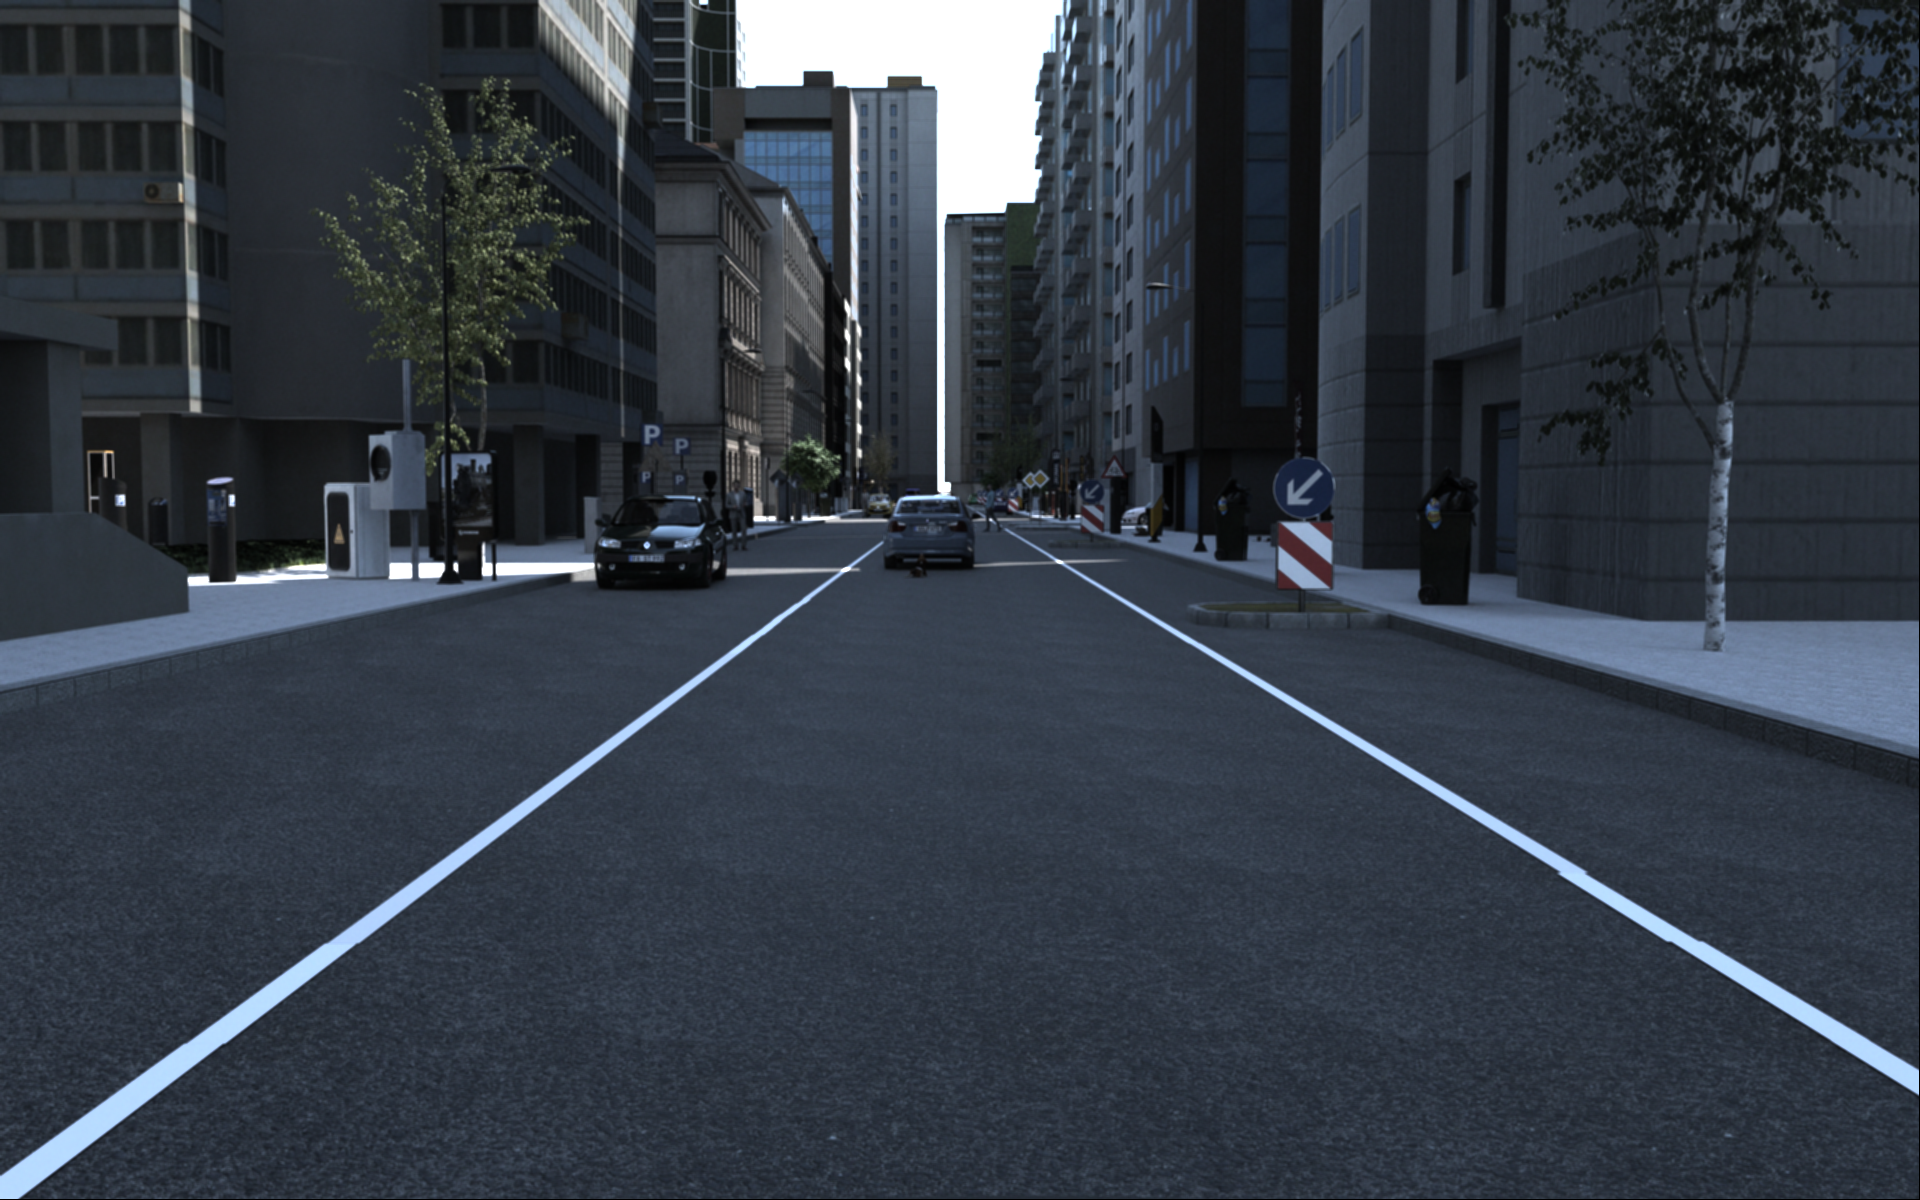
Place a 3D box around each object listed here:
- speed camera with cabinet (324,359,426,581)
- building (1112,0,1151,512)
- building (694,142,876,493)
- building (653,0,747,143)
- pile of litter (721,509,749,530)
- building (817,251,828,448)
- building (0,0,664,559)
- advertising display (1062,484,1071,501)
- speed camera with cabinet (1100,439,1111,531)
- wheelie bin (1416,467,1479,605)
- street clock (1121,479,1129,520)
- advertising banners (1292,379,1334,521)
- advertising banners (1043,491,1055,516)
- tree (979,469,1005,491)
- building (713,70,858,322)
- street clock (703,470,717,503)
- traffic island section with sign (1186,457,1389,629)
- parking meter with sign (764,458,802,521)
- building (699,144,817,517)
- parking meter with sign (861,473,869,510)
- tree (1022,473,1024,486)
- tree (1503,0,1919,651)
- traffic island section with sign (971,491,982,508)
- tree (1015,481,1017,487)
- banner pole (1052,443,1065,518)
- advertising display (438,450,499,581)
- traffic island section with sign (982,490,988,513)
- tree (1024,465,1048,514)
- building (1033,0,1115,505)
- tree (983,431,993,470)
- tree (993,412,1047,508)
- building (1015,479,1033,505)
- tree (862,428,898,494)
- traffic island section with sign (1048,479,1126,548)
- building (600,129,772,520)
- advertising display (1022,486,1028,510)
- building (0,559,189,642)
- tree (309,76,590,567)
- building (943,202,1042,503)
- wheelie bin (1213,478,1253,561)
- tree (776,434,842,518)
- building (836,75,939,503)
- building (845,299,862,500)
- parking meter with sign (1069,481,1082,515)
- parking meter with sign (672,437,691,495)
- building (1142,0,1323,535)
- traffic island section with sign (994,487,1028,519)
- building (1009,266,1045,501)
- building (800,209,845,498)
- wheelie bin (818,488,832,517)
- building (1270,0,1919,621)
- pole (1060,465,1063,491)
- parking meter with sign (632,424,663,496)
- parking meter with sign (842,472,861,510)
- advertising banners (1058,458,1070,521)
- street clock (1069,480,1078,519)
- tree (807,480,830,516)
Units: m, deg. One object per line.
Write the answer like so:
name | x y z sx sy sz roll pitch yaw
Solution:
speed camera with cabinet | -8.765 -1.929 25.875 2.038 3.252 0.660 3 5 43
building | 19.084 -39.770 88.490 20.611 71.187 20.563 0 4 0
building | -25.328 -34.259 214.763 28.867 44.769 22.147 0 4 0
building | -41.544 -49.413 246.147 20.611 71.187 20.563 0 4 0
pile of litter | -8.191 -2.973 62.571 1.176 0.858 1.719 1 4 8
building | -15.012 -16.880 125.147 9.793 20.994 18.267 0 4 0
building | -21.717 -21.964 50.991 23.993 40.220 32.217 0 4 0
advertising display | 6.872 -6.451 110.684 0.123 1.923 0.974 -3 4 -37
speed camera with cabinet | 5.275 -4.099 61.356 0.660 3.252 2.038 0 4 6
wheelie bin | 5.695 -0.755 20.245 0.693 1.594 0.980 1 4 18
street clock | 8.016 -4.916 84.941 0.471 2.002 0.358 1 4 19
advertising banners | 5.554 -1.903 27.303 0.090 3.025 2.074 2 4 29
advertising banners | 5.354 -6.351 100.031 0.090 3.025 2.074 2 4 32
tree | 4.112 -14.682 223.767 4.285 4.588 4.351 0 3 0
building | -18.317 -32.874 187.602 14.600 45.320 14.200 0 4 0
street clock | -7.680 -2.977 53.246 0.358 2.002 0.471 -3 4 -37
traffic island section with sign | 3.590 -0.659 19.402 1.989 1.847 2.006 0 4 0
parking meter with sign | -8.467 -5.313 83.129 1.738 3.016 0.543 -2 4 -25
building | -14.607 -15.762 106.853 9.793 20.994 18.267 0 4 0
parking meter with sign | -8.319 -8.863 141.163 1.738 3.016 0.543 -3 4 -38
tree | 5.816 -8.716 137.115 1.663 3.219 1.824 0 3 0
tree | 6.320 -3.901 14.147 4.360 8.622 3.978 0 3 0
traffic island section with sign | 2.446 -10.456 179.581 1.989 1.847 2.006 0 4 0
tree | 5.353 -9.024 142.142 1.663 3.219 1.824 0 3 0
banner pole | 4.898 -5.849 85.650 0.863 3.779 0.401 2 4 29
advertising display | -7.289 -1.254 25.715 0.974 1.923 0.123 1 4 20
traffic island section with sign | 2.807 -7.371 129.137 1.989 1.847 2.006 0 4 0
tree | 5.329 -7.266 113.405 1.663 3.219 1.824 0 3 0
building | 18.845 -33.832 172.755 23.786 49.044 30.456 0 4 0
tree | 4.428 -14.379 185.456 4.737 8.622 4.395 0 3 0
tree | 5.835 -12.547 155.507 4.737 8.622 4.395 0 3 0
building | 22.715 -31.091 200.226 32.217 40.220 23.993 0 4 0
tree | -9.132 -15.217 199.154 4.360 8.622 3.978 0 3 0
traffic island section with sign | 3.391 -2.329 46.711 1.989 1.847 2.006 0 4 0
building | -15.757 -13.667 88.086 10.561 19.102 19.286 0 4 0
advertising display | 4.932 -7.951 135.205 0.974 1.923 0.123 -3 5 -43
building | -24.427 -19.489 10.532 32.217 40.220 23.993 0 4 0
tree | -8.645 -4.876 30.092 4.737 8.622 4.395 0 3 0
building | 4.591 -34.289 244.227 14.086 41.232 14.154 0 4 0
wheelie bin | 5.281 -1.563 33.463 0.693 1.594 0.980 1 4 19
tree | -8.075 -6.611 91.808 4.285 4.588 4.351 0 3 0
building | -17.137 -43.126 247.105 28.212 58.520 21.231 0 4 0
building | -24.044 -19.678 166.778 27.650 21.520 28.899 0 4 0
parking meter with sign | 7.012 -6.605 104.248 0.543 3.016 1.738 -2 4 -32
parking meter with sign | -8.501 -3.443 52.560 0.543 3.016 1.738 0 4 -4
building | 14.042 -25.025 59.272 14.600 45.320 14.200 0 4 0
traffic island section with sign | 3.001 -5.722 102.182 1.989 1.847 2.006 0 4 0
building | 13.182 -27.387 219.471 14.160 30.474 14.107 0 4 0
building | -16.106 -19.156 142.882 12.332 23.373 15.834 0 4 0
wheelie bin | -7.616 -5.479 97.496 0.693 1.594 0.980 -1 4 -17
building | 17.318 -29.831 29.740 21.231 58.520 28.212 0 4 0
pole | 7.087 -7.767 120.828 0.158 3.312 0.155 0 3 0
parking meter with sign | -7.962 -2.902 43.712 0.543 3.016 1.738 -1 4 -23
parking meter with sign | -8.852 -8.526 135.660 1.738 3.016 0.543 0 4 7
advertising banners | 5.067 -5.341 83.517 0.090 3.025 2.074 1 4 16
street clock | 5.698 -5.080 87.634 0.471 2.002 0.358 3 4 38
tree | -8.173 -6.414 99.468 1.663 3.219 1.824 0 3 0
